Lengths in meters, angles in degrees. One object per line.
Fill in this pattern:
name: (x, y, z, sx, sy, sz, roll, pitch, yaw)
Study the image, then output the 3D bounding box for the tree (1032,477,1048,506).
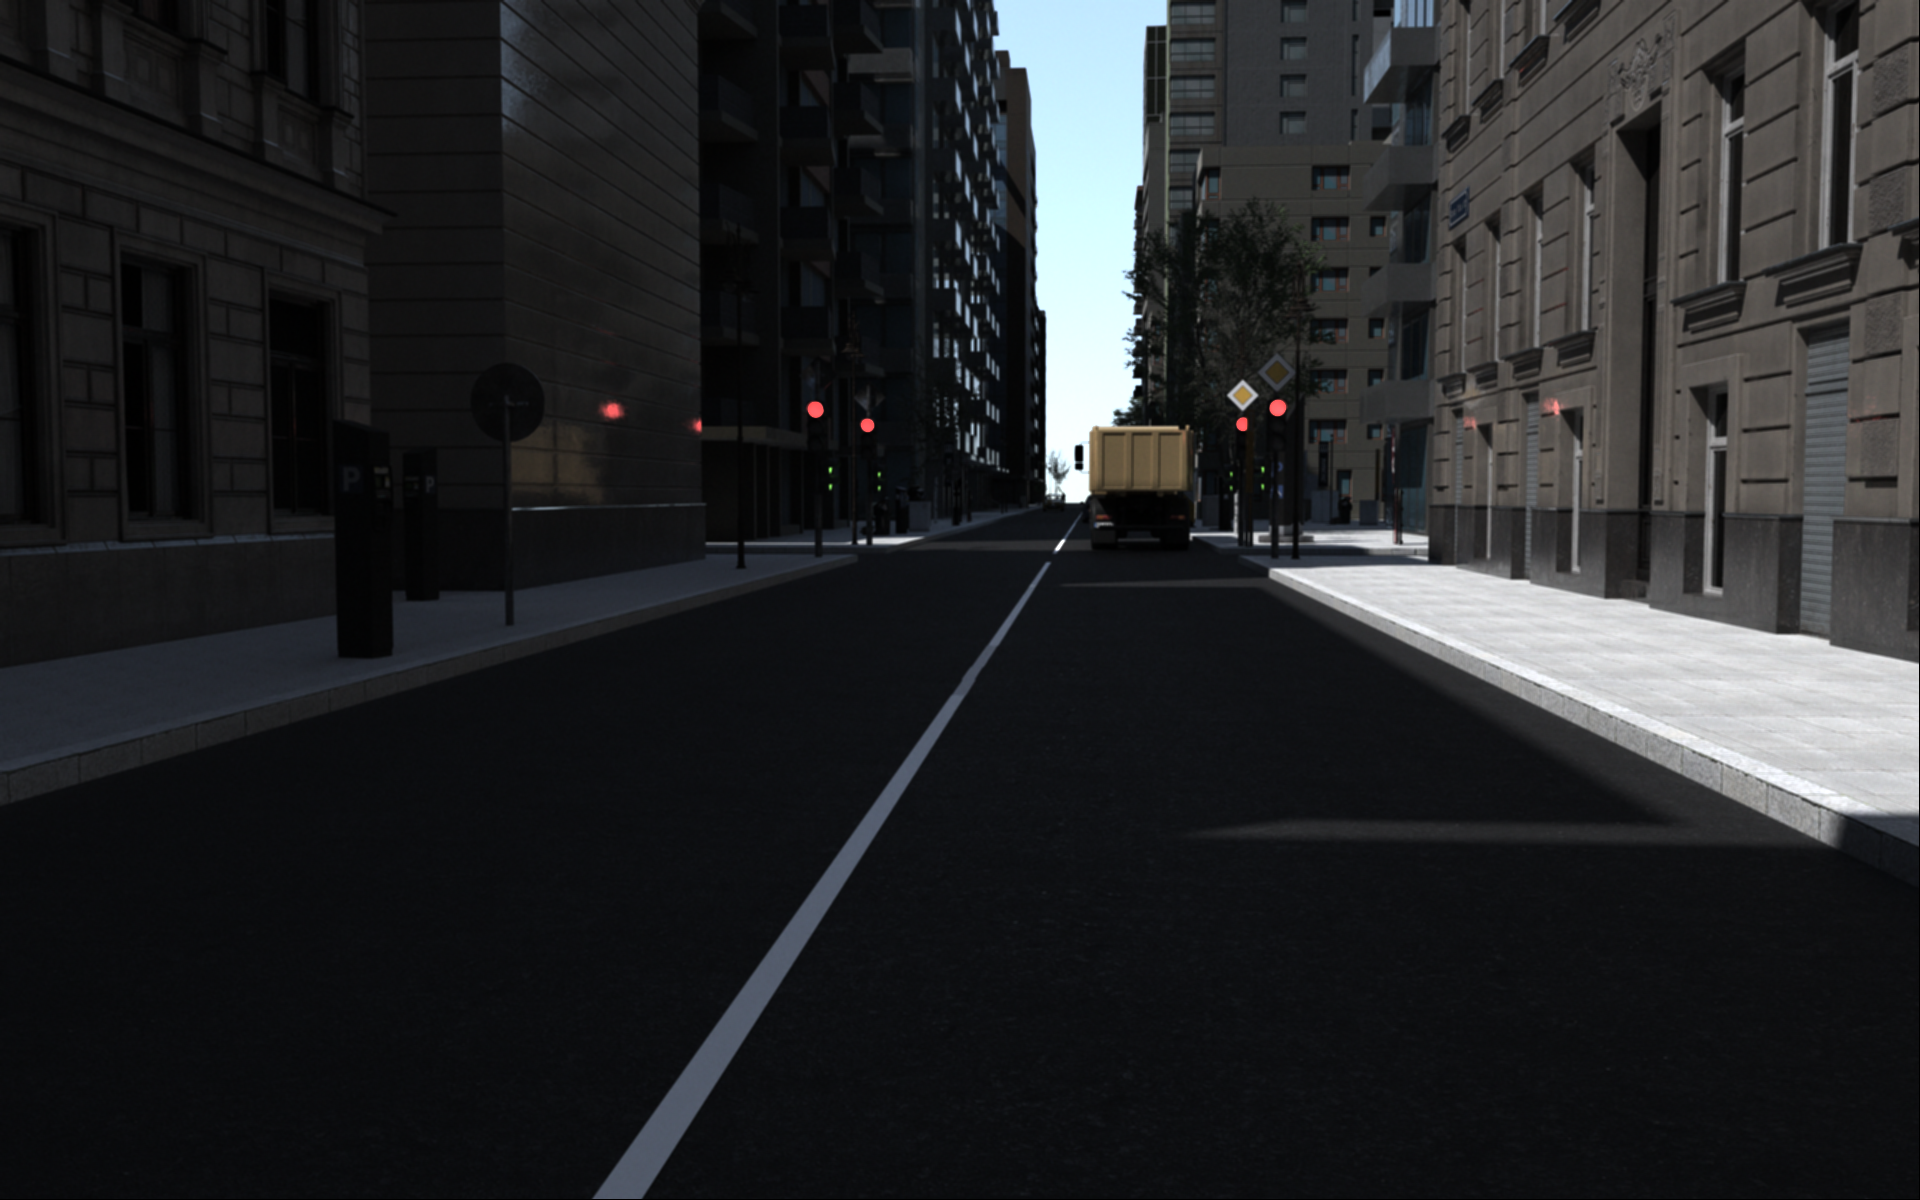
tree: (9.091, -12.228, 194.522, 1.663, 3.219, 1.824, 0, 3, 0)

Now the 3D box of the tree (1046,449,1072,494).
tree: (15.541, -19.977, 276.987, 4.737, 8.622, 4.395, 0, 3, 0)

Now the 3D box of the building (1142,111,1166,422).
building: (33.619, -36.161, 214.933, 21.300, 48.544, 21.600, 0, 4, 4)

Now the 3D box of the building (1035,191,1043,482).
building: (-0.610, -37.920, 239.602, 23.786, 49.044, 30.456, 0, 4, 4)

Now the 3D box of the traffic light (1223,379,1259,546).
traffic light: (6.890, -3.274, 42.450, 0.839, 4.253, 0.868, 0, 4, 4)

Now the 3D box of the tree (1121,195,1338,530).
tree: (9.480, -8.313, 61.666, 9.928, 11.665, 9.643, 0, 3, 0)

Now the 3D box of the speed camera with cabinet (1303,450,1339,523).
speed camera with cabinet: (17.210, -5.459, 83.598, 2.038, 3.252, 0.660, 0, 4, -5)

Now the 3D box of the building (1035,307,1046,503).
building: (5.820, -30.009, 262.355, 14.160, 30.474, 14.107, 0, 4, 4)

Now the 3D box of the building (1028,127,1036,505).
building: (-1.704, -36.082, 213.645, 21.300, 48.544, 21.600, 0, 4, 4)

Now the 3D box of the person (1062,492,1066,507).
person: (11.111, -10.751, 185.746, 0.415, 1.643, 0.593, 2, 4, 29)

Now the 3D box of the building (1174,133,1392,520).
building: (26.924, -15.584, 99.831, 27.650, 21.520, 28.899, 0, 4, 4)

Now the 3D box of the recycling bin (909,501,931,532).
recycling bin: (-1.377, -2.874, 59.544, 0.722, 1.027, 0.722, 0, 4, 4)

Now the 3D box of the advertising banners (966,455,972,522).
advertising banners: (0.389, -5.058, 78.882, 0.090, 3.025, 2.074, 0, 4, 7)

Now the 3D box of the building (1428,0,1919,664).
building: (13.438, -13.565, 19.058, 12.463, 27.353, 25.104, 0, 4, 4)

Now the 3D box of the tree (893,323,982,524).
tree: (-1.064, -7.646, 75.367, 4.360, 8.622, 3.978, 0, 3, 0)

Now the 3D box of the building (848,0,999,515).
building: (-8.502, -31.460, 133.979, 23.786, 49.044, 30.456, 0, 4, 4)

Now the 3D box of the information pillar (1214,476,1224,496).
information pillar: (10.423, -3.995, 69.807, 0.304, 2.012, 0.304, -2, 4, -23)

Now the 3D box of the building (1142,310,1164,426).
building: (32.880, -20.273, 176.503, 27.650, 21.520, 28.899, 0, 4, 4)

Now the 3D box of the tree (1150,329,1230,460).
tree: (10.391, -7.808, 78.021, 4.737, 8.622, 4.395, 0, 3, 0)

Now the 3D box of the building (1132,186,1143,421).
building: (35.145, -35.815, 240.192, 22.147, 44.769, 28.867, 0, 4, 4)

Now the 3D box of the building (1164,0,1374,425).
building: (22.066, -27.109, 126.834, 14.154, 41.232, 14.086, 0, 4, 4)

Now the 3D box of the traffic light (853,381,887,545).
traffic light: (-2.245, -3.316, 43.142, 0.839, 4.253, 0.868, 0, 4, 4)

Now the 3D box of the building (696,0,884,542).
building: (-14.474, -24.671, 58.002, 22.147, 44.769, 28.867, 0, 4, 4)

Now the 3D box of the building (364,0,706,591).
building: (-17.543, -14.157, 28.733, 25.104, 27.353, 12.463, 0, 4, 4)

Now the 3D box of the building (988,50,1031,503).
building: (0.192, -32.396, 179.792, 14.600, 45.320, 14.200, 0, 4, 4)

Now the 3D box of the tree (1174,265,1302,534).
tree: (8.869, -6.416, 55.260, 4.360, 8.622, 3.978, 0, 3, 0)

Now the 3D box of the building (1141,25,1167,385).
building: (36.061, -50.510, 264.082, 20.563, 71.187, 20.611, 0, 4, 4)

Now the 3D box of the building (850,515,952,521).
building: (-10.655, -29.093, 95.280, 23.786, 49.044, 30.456, 0, 4, 4)

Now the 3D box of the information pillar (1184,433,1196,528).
information pillar: (8.798, -4.585, 66.311, 0.504, 3.616, 0.183, 3, 5, 40)

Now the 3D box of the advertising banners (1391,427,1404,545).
advertising banners: (11.192, -2.947, 44.364, 0.090, 3.025, 2.074, 0, 4, 7)

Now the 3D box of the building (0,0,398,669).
building: (-11.901, -8.923, 10.522, 10.561, 19.102, 19.286, 0, 4, 4)

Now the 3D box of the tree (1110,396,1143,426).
tree: (20.216, -17.281, 200.673, 7.486, 12.596, 7.792, 0, 3, 0)

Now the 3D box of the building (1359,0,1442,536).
building: (28.362, -26.598, 54.492, 30.456, 49.044, 23.786, 0, 4, 4)

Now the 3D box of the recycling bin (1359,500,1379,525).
recycling bin: (16.819, -3.585, 71.175, 0.722, 1.027, 0.722, 1, 4, 19)

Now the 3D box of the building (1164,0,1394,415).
building: (31.426, -34.123, 147.152, 28.713, 52.752, 27.495, 0, 4, 4)

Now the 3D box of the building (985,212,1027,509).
building: (-9.992, -28.730, 161.618, 32.217, 40.220, 23.993, 0, 4, 4)
